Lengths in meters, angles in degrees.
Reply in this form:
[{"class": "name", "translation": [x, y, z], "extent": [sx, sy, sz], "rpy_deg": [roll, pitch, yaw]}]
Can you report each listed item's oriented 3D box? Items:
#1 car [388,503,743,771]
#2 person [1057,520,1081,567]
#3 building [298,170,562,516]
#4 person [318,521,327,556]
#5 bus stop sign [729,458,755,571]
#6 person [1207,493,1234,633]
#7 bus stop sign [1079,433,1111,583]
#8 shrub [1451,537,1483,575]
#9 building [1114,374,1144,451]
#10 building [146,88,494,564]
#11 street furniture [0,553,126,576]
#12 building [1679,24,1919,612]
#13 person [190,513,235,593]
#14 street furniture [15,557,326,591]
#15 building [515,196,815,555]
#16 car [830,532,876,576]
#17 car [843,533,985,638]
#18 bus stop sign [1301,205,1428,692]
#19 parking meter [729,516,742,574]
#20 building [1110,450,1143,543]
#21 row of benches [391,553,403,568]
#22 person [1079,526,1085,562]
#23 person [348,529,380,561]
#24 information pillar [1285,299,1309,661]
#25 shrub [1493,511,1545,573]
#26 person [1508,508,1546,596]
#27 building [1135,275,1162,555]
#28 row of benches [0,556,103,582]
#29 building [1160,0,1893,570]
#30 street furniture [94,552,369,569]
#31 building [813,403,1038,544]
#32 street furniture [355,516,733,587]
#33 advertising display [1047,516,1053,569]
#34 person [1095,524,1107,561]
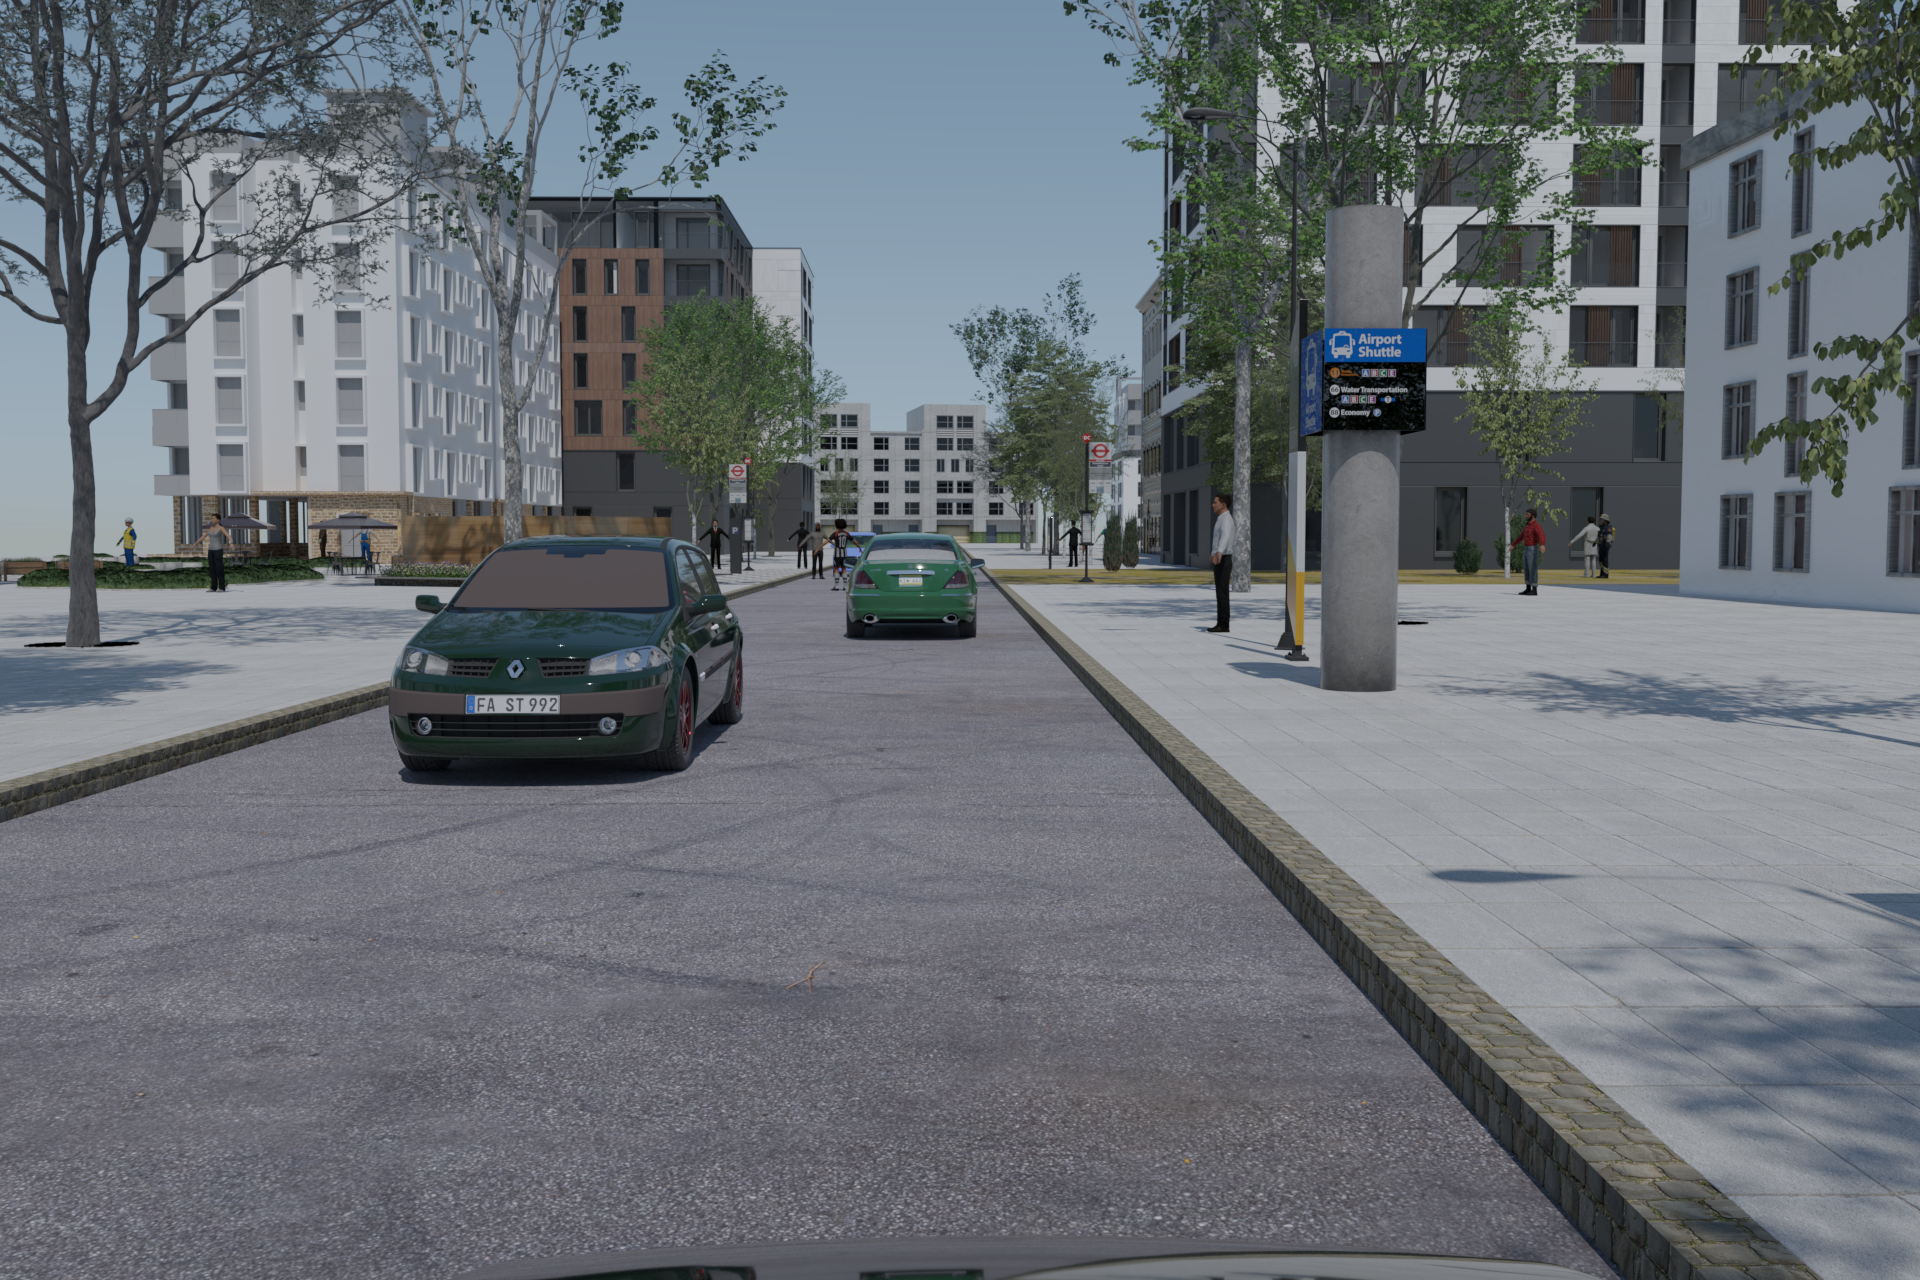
[{"class": "car", "translation": [-2.511, -0.118, 11.719], "extent": [2.009, 1.686, 4.222], "rpy_deg": [0, 4, 0]}, {"class": "person", "translation": [4.395, -3.754, 67.307], "extent": [1.347, 1.837, 0.705], "rpy_deg": [-2, 4, -24]}, {"class": "building", "translation": [-28.981, -14.377, 91.482], "extent": [16.016, 20.090, 11.380], "rpy_deg": [0, 4, 0]}, {"class": "person", "translation": [-25.464, -3.852, 69.115], "extent": [0.704, 1.812, 1.346], "rpy_deg": [-1, 4, -18]}, {"class": "bus stop sign", "translation": [-7.606, -4.387, 60.427], "extent": [0.855, 3.939, 0.416], "rpy_deg": [0, 4, 1]}, {"class": "person", "translation": [3.401, -1.009, 22.649], "extent": [0.704, 1.810, 1.344], "rpy_deg": [0, 4, 6]}, {"class": "bus stop sign", "translation": [3.580, -3.501, 45.938], "extent": [0.855, 3.939, 0.416], "rpy_deg": [0, 4, 0]}, {"class": "shrub", "translation": [15.961, -2.653, 54.488], "extent": [1.383, 1.207, 1.383], "rpy_deg": [0, 3, 0]}, {"class": "building", "translation": [23.436, -21.324, 205.070], "extent": [16.016, 20.090, 11.380], "rpy_deg": [0, 4, 0]}, {"class": "building", "translation": [-28.599, -13.369, 75.004], "extent": [16.016, 20.090, 11.380], "rpy_deg": [0, 4, 0]}, {"class": "street furniture", "translation": [-31.025, -2.331, 53.731], "extent": [10.072, 0.657, 5.734], "rpy_deg": [-2, 4, -25]}, {"class": "building", "translation": [20.182, -4.971, 23.428], "extent": [9.099, 9.664, 28.070], "rpy_deg": [0, 4, -1]}, {"class": "person", "translation": [-16.387, -1.909, 38.019], "extent": [1.217, 1.737, 0.721], "rpy_deg": [1, 4, 22]}, {"class": "street furniture", "translation": [-19.876, -1.741, 44.091], "extent": [5.734, 0.657, 10.072], "rpy_deg": [0, 4, 0]}, {"class": "building", "translation": [-25.224, -16.966, 121.374], "extent": [27.936, 21.610, 32.646], "rpy_deg": [0, 4, -1]}, {"class": "car", "translation": [-3.451, -3.050, 59.457], "extent": [1.945, 1.707, 3.694], "rpy_deg": [0, 4, -1]}, {"class": "car", "translation": [-0.680, -0.833, 25.420], "extent": [2.131, 1.459, 4.920], "rpy_deg": [0, 4, -1]}, {"class": "bus stop sign", "translation": [3.297, -1.542, 14.233], "extent": [0.837, 3.901, 0.837], "rpy_deg": [0, 4, 0]}, {"class": "parking meter", "translation": [-7.250, -3.067, 55.859], "extent": [0.399, 1.863, 0.255], "rpy_deg": [0, 4, 0]}, {"class": "building", "translation": [20.816, -14.178, 173.963], "extent": [9.099, 9.664, 28.070], "rpy_deg": [0, 4, 0]}, {"class": "row of benches", "translation": [-17.228, -2.631, 58.479], "extent": [4.104, 0.672, 1.422], "rpy_deg": [-3, 4, -36]}, {"class": "person", "translation": [5.773, -4.501, 80.398], "extent": [0.721, 1.733, 1.217], "rpy_deg": [1, 4, 20]}, {"class": "person", "translation": [-23.666, -3.857, 68.917], "extent": [1.347, 1.847, 0.705], "rpy_deg": [1, 4, 10]}, {"class": "information pillar", "translation": [3.426, -1.605, 17.591], "extent": [0.183, 3.616, 0.504], "rpy_deg": [0, 3, 0]}, {"class": "shrub", "translation": [18.326, -3.204, 56.808], "extent": [1.690, 2.028, 1.600], "rpy_deg": [0, 3, 0]}, {"class": "person", "translation": [11.881, -1.837, 36.139], "extent": [0.704, 1.816, 1.345], "rpy_deg": [-1, 4, -12]}, {"class": "building", "translation": [21.343, -16.822, 105.968], "extent": [19.493, 23.208, 18.063], "rpy_deg": [0, 3, 0]}, {"class": "row of benches", "translation": [-25.663, -1.943, 47.227], "extent": [4.104, 0.672, 1.422], "rpy_deg": [-3, 5, -42]}, {"class": "building", "translation": [22.687, -14.305, 77.861], "extent": [27.936, 21.610, 32.646], "rpy_deg": [0, 4, -1]}, {"class": "street furniture", "translation": [-27.077, -2.939, 63.678], "extent": [10.072, 0.657, 5.734], "rpy_deg": [-1, 4, -12]}, {"class": "building", "translation": [-6.262, -22.810, 241.856], "extent": [31.486, 18.905, 16.747], "rpy_deg": [-1, 4, -10]}, {"class": "street furniture", "translation": [-10.594, -2.237, 43.431], "extent": [11.010, 1.723, 9.812], "rpy_deg": [2, 4, 24]}, {"class": "advertising display", "translation": [3.307, -3.573, 63.638], "extent": [0.123, 1.923, 0.974], "rpy_deg": [0, 4, -2]}, {"class": "person", "translation": [6.218, -4.043, 72.225], "extent": [1.347, 1.817, 0.704], "rpy_deg": [-1, 4, -22]}]
